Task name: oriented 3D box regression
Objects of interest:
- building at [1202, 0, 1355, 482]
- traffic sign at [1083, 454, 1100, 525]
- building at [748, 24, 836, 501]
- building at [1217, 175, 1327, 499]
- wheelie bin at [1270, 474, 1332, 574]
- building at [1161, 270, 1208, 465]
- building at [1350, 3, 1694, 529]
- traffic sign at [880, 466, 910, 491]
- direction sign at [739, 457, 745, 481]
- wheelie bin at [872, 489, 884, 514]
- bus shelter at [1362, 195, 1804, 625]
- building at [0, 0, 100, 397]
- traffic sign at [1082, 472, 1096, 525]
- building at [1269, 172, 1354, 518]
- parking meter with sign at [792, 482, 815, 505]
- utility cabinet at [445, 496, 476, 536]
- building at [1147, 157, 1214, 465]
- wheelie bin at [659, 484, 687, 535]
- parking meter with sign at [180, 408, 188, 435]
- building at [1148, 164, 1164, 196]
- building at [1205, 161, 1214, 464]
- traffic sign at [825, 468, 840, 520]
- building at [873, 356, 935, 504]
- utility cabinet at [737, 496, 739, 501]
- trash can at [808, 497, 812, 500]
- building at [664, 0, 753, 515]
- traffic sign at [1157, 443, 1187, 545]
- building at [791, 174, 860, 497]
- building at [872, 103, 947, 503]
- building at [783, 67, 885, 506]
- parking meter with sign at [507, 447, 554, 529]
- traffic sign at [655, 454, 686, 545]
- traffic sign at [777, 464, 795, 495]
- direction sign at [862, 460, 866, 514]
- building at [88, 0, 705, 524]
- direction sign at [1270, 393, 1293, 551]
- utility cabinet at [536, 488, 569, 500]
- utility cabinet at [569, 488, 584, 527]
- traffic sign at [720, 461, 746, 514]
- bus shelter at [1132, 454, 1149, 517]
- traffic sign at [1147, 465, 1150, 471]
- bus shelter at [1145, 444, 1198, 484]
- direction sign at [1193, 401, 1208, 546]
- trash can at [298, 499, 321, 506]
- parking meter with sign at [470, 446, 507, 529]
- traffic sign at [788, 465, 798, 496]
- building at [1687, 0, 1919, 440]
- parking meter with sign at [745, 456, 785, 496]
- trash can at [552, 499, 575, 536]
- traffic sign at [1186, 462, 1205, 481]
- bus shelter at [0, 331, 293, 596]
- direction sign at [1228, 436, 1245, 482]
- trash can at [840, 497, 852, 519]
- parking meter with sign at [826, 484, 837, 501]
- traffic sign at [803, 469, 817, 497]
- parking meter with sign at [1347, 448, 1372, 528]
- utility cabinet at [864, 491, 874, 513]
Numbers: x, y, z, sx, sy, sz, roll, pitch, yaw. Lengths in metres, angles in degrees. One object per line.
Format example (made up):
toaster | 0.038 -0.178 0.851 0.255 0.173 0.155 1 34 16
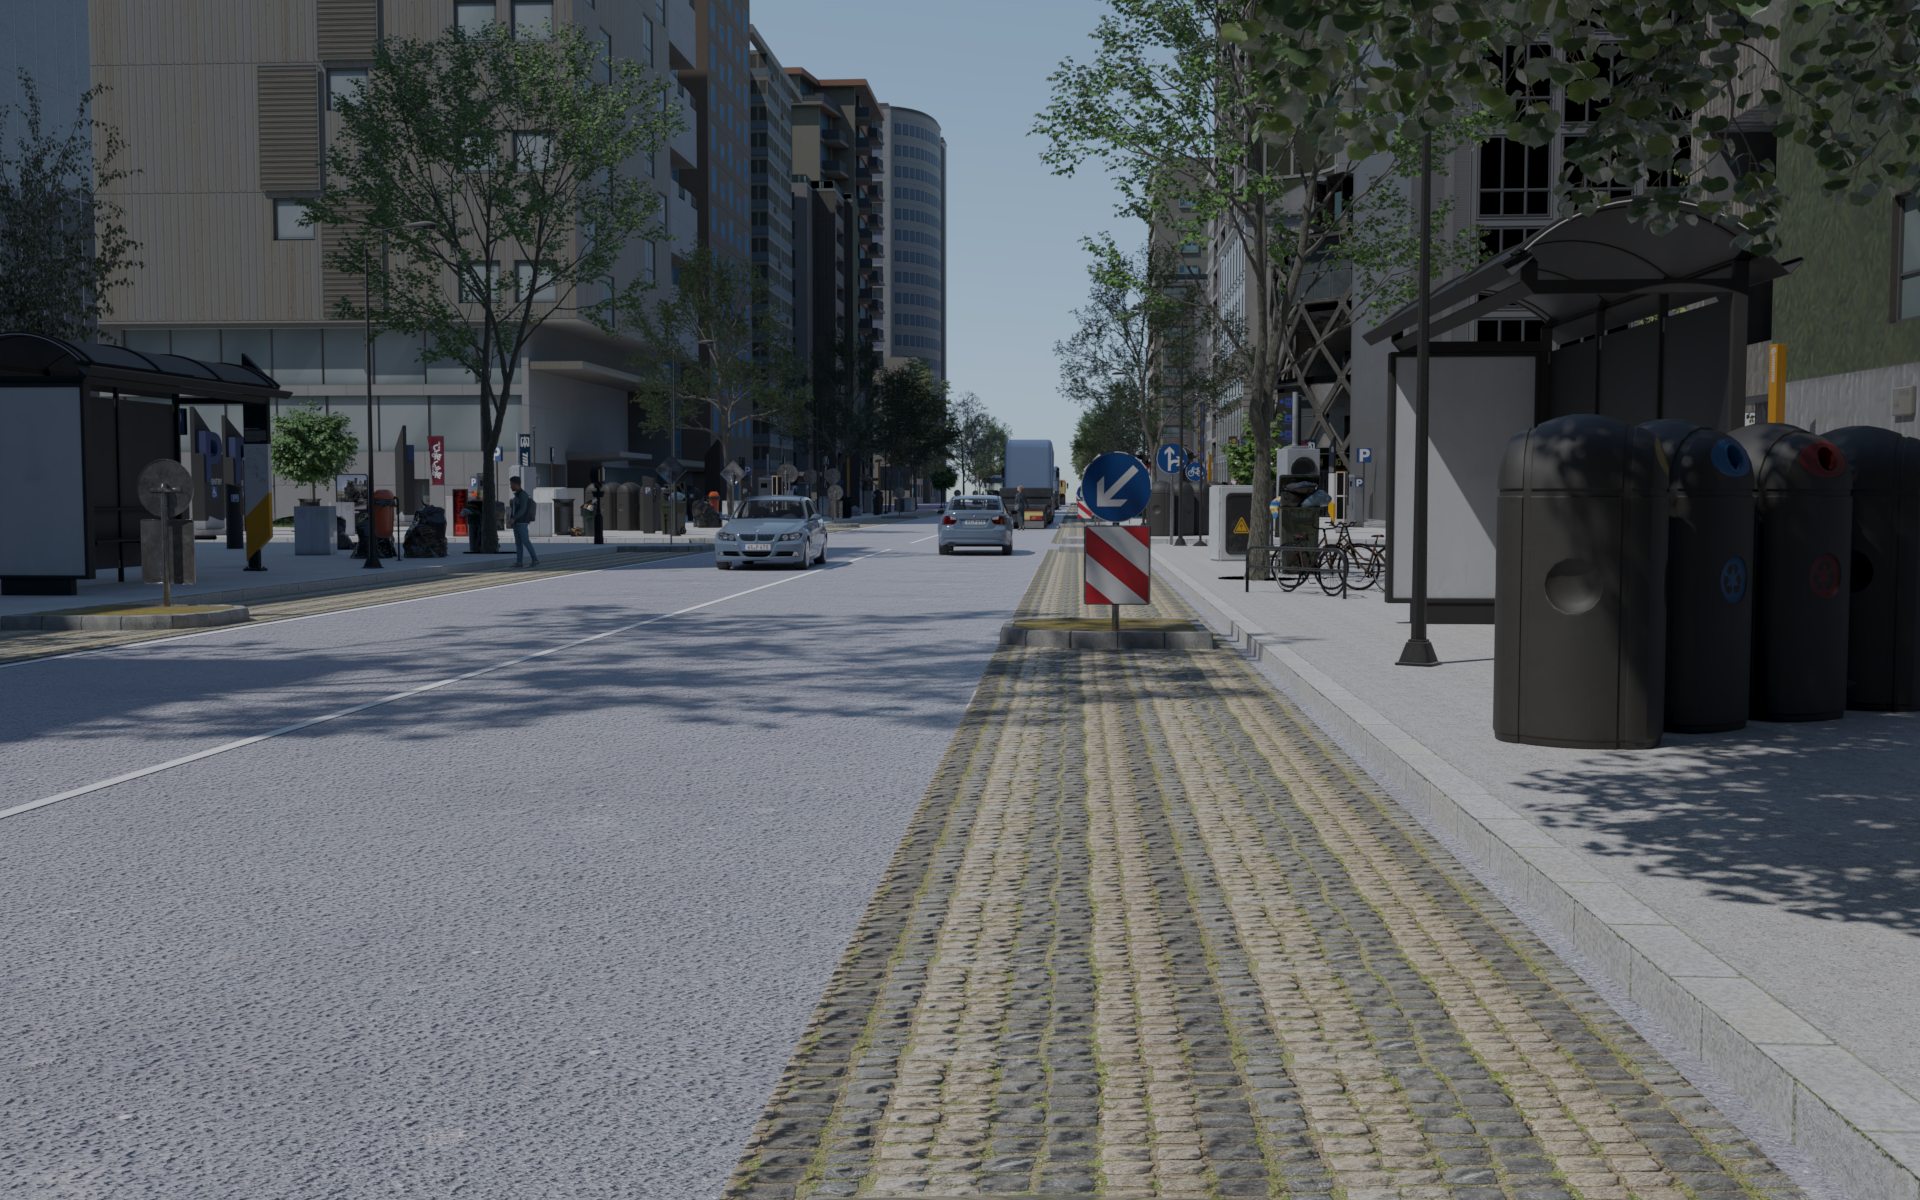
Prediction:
building | 31.768 -43.912 156.213 20.563 71.187 20.611 0 4 4
traffic sign | 3.457 -2.412 43.076 0.795 2.450 0.064 0 4 4
building | -26.698 -27.405 139.960 32.217 40.220 23.993 0 4 4
building | 22.803 -16.328 116.117 9.793 20.994 18.267 0 4 4
wheelie bin | 5.491 -1.222 27.885 0.980 1.594 0.693 0 4 7
building | 33.356 -27.861 227.232 14.160 30.474 14.107 0 4 4
building | 27.622 -16.524 63.674 24.014 27.812 14.314 0 4 4
traffic sign | -4.765 -8.087 126.102 2.265 3.308 0.079 1 4 9
direction sign | -13.361 -6.988 106.252 0.379 3.537 0.876 1 4 17
wheelie bin | -5.185 -6.218 109.567 0.693 1.594 0.980 -1 4 -18
bus shelter | 4.830 -1.259 14.501 2.014 3.302 5.546 0 4 4
building | -28.369 -12.995 30.491 19.932 24.808 12.078 0 4 4
traffic sign | 3.989 -2.899 51.044 0.795 2.450 0.064 0 4 4
building | 25.885 -14.093 97.875 16.820 18.784 16.811 0 4 4
parking meter with sign | -10.115 -7.055 111.603 1.738 3.016 0.543 2 4 26
utility cabinet | -15.138 -2.532 52.566 1.020 1.237 0.306 2 4 32
building | 37.636 -37.976 244.611 21.300 48.544 21.600 0 4 4
wheelie bin | -9.052 -2.860 54.664 0.980 1.594 0.693 2 4 34
parking meter with sign | -16.305 -2.341 34.530 0.543 3.016 1.738 2 4 28
building | 43.383 -41.555 268.656 28.713 52.752 27.495 0 4 4
building | 38.544 -29.851 179.943 32.217 40.220 23.993 0 4 4
traffic sign | -6.292 -5.228 85.583 0.768 2.556 0.104 0 4 8
building | -18.285 -23.807 234.280 27.650 21.520 28.899 0 4 4
utility cabinet | -12.205 -5.291 97.665 0.306 1.237 1.020 1 4 22
trash can | -7.833 -4.644 87.578 0.748 1.137 0.748 0 3 0
building | -21.947 -28.391 114.308 14.600 45.320 14.200 0 4 4
traffic sign | 5.330 -2.659 43.583 0.768 2.556 0.104 1 4 9
building | -17.064 -23.698 159.164 14.160 30.474 14.107 0 4 4
building | -13.531 -44.000 261.400 21.231 58.520 28.212 0 4 4
building | -19.641 -32.178 180.741 22.147 44.769 28.867 0 4 4
parking meter with sign | -15.939 -4.151 64.135 1.738 3.016 0.543 0 4 -7
traffic sign | -7.312 -2.457 43.813 0.795 2.450 0.064 0 4 4
traffic sign | -7.288 -4.425 72.451 0.768 2.556 0.104 1 4 9
direction sign | -6.362 -7.484 114.368 0.379 3.537 0.876 -1 4 -17
building | -28.655 -30.363 85.670 28.713 52.752 27.495 0 4 4
direction sign | 7.028 -2.872 38.947 0.876 3.537 0.379 0 4 7
utility cabinet | -13.872 -3.045 58.472 1.173 1.500 0.318 1 4 21
utility cabinet | -14.963 -3.509 66.043 1.173 1.500 0.318 -2 4 -28
traffic sign | -6.780 -2.944 51.780 0.795 2.450 0.064 0 4 4
bus shelter | 10.120 -6.714 101.061 1.731 3.624 6.357 0 4 4
traffic sign | 8.537 -4.777 78.113 0.884 2.594 0.081 1 4 11
bus shelter | 8.865 -4.835 72.977 2.014 3.302 5.546 0 4 4
direction sign | 5.921 -3.093 42.561 0.379 3.537 0.876 0 4 0
trash can | -20.776 -2.673 55.364 0.748 1.137 0.748 0 3 0
parking meter with sign | -17.420 -4.073 62.859 0.543 3.016 1.738 2 4 32
traffic sign | -7.456 -4.622 75.678 0.768 2.556 0.104 1 4 13
building | 19.097 -15.579 26.423 14.160 30.474 14.107 0 4 4
parking meter with sign | -8.907 -5.082 79.359 1.738 3.016 0.543 0 4 -3
trash can | -12.264 -2.566 53.608 0.748 1.137 0.748 0 3 0
traffic sign | 9.341 -4.197 68.732 0.768 2.556 0.104 1 4 13
bus shelter | -11.568 -1.860 24.339 2.014 3.302 5.546 0 4 4
direction sign | 10.851 -4.620 67.526 0.876 3.537 0.379 3 4 39
trash can | -5.983 -4.847 90.900 0.748 1.137 0.748 0 3 0
parking meter with sign | -9.166 -7.972 126.603 0.543 3.016 1.738 3 4 38
traffic sign | -7.624 -5.398 88.366 0.768 2.556 0.104 0 4 6
parking meter with sign | 15.240 -4.294 66.474 0.543 3.016 1.738 0 4 -4
utility cabinet | -6.068 -6.544 115.667 0.318 1.500 1.173 -2 4 -32
